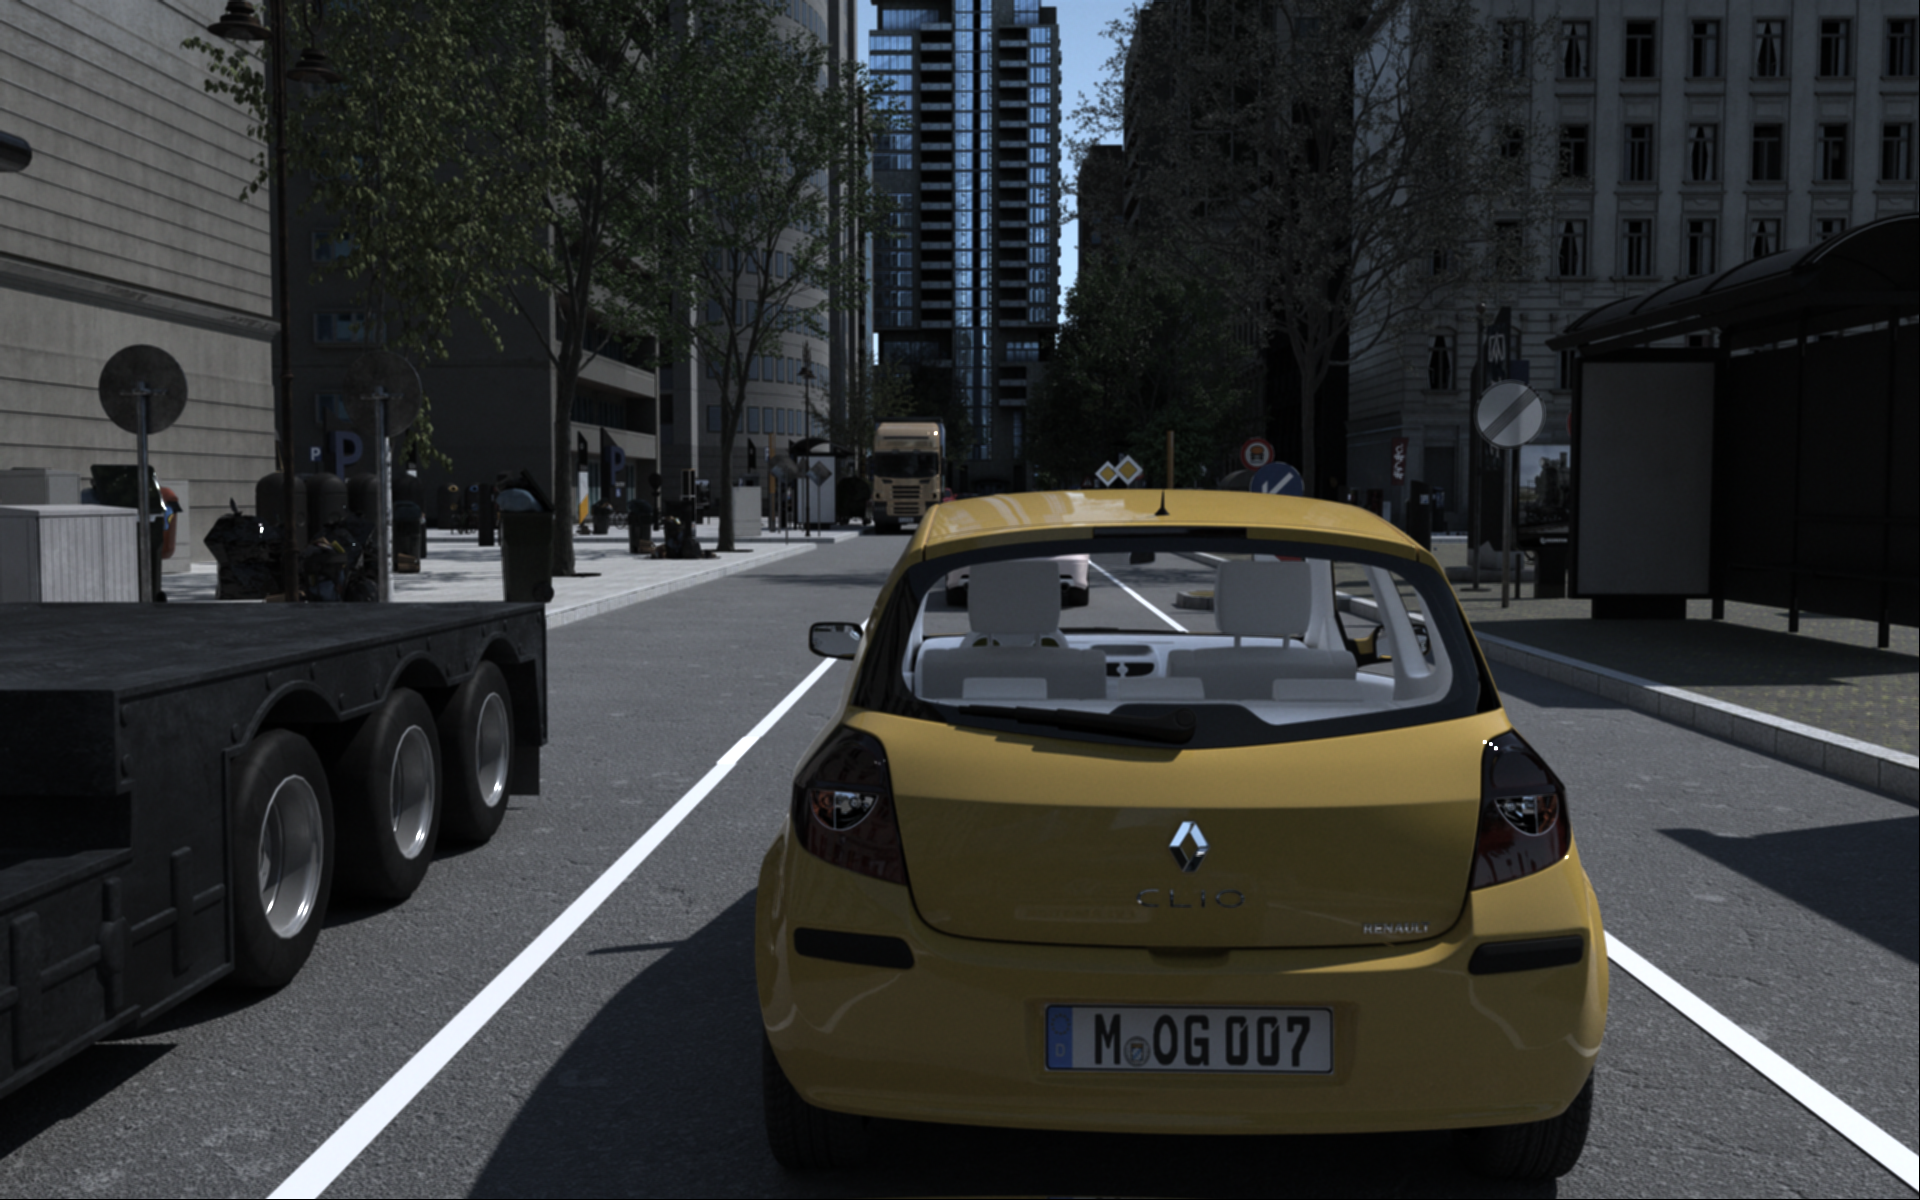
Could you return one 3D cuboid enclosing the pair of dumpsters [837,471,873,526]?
[{"bbox_3d":[-4.353,-4.261,72.156,1.574,2.255,4.437,0,4,1],"label":"pair of dumpsters"}]

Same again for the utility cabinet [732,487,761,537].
[{"bbox_3d":[-6.489,-2.638,51.803,0.318,1.500,1.173,3,5,41],"label":"utility cabinet"}]

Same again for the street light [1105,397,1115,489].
[{"bbox_3d":[7.091,-6.695,82.251,0.468,5.910,1.993,0,4,1],"label":"street light"}]

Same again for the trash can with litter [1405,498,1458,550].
[{"bbox_3d":[10.189,-1.772,40.022,1.678,1.210,2.233,3,4,39],"label":"trash can with litter"}]

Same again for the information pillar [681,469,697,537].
[{"bbox_3d":[-8.074,-2.878,51.555,0.304,2.012,0.304,2,4,26],"label":"information pillar"}]

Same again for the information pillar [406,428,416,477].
[{"bbox_3d":[-19.130,-4.222,60.381,0.183,3.616,0.504,1,4,17],"label":"information pillar"}]

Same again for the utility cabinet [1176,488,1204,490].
[{"bbox_3d":[8.674,-3.495,65.816,1.173,1.500,0.318,-2,4,-26],"label":"utility cabinet"}]

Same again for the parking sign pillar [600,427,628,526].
[{"bbox_3d":[-14.083,-5.014,70.443,1.447,3.967,1.447,1,4,21],"label":"parking sign pillar"}]

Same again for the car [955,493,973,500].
[{"bbox_3d":[0.346,-8.035,140.405,2.155,1.783,4.494,0,4,0],"label":"car"}]

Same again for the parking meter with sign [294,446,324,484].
[{"bbox_3d":[-23.805,-4.064,62.715,0.543,3.016,1.738,1,4,16],"label":"parking meter with sign"}]

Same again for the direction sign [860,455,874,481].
[{"bbox_3d":[-5.440,-6.707,101.657,0.876,3.537,0.379,1,4,19],"label":"direction sign"}]

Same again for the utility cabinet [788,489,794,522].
[{"bbox_3d":[-7.632,-4.304,79.048,1.173,1.500,0.318,3,5,41],"label":"utility cabinet"}]

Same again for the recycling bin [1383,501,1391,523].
[{"bbox_3d":[14.320,-2.850,59.145,0.722,1.027,0.722,1,4,11],"label":"recycling bin"}]

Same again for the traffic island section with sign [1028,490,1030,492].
[{"bbox_3d":[7.246,-10.545,181.045,1.989,1.847,2.006,0,4,1],"label":"traffic island section with sign"}]

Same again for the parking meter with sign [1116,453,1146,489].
[{"bbox_3d":[7.460,-4.684,72.849,1.738,3.016,0.543,3,4,37],"label":"parking meter with sign"}]

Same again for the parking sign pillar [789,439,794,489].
[{"bbox_3d":[-7.718,-5.890,84.766,1.447,3.967,1.447,0,4,-4],"label":"parking sign pillar"}]

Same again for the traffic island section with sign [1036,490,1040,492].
[{"bbox_3d":[5.566,-5.806,103.555,1.989,1.847,2.006,0,4,1],"label":"traffic island section with sign"}]

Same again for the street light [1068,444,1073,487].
[{"bbox_3d":[8.079,-9.400,126.473,0.468,5.910,1.993,0,4,1],"label":"street light"}]

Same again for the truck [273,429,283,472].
[{"bbox_3d":[-23.134,-3.200,48.240,9.791,3.379,3.469,0,4,0],"label":"truck"}]

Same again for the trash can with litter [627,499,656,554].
[{"bbox_3d":[-6.772,-1.582,37.258,0.624,1.170,1.055,-2,4,-27],"label":"trash can with litter"}]

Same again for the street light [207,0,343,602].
[{"bbox_3d":[-5.487,-2.525,14.072,0.468,5.910,1.993,0,4,1],"label":"street light"}]

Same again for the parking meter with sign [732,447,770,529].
[{"bbox_3d":[-7.761,-4.116,63.552,1.738,3.016,0.543,-2,4,-32],"label":"parking meter with sign"}]

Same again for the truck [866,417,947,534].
[{"bbox_3d":[-1.850,-4.662,65.142,2.839,4.237,11.283,0,4,0],"label":"truck"}]

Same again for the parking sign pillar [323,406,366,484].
[{"bbox_3d":[-19.099,-3.995,53.796,1.447,3.967,1.447,2,4,28],"label":"parking sign pillar"}]

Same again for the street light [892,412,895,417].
[{"bbox_3d":[-3.711,-7.595,96.968,0.468,5.910,1.993,0,4,1],"label":"street light"}]

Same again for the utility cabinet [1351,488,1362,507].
[{"bbox_3d":[13.895,-3.210,61.161,0.318,1.500,1.173,2,4,28],"label":"utility cabinet"}]

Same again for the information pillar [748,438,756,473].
[{"bbox_3d":[-8.710,-4.962,72.482,0.183,3.616,0.504,2,4,26],"label":"information pillar"}]

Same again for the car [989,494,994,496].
[{"bbox_3d":[3.459,-9.787,170.240,2.015,1.641,3.980,0,4,1],"label":"car"}]

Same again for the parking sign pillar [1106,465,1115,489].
[{"bbox_3d":[8.970,-6.960,102.269,1.447,3.967,1.447,1,4,11],"label":"parking sign pillar"}]

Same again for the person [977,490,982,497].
[{"bbox_3d":[1.799,-8.969,155.231,0.705,1.814,1.350,2,4,24],"label":"person"}]

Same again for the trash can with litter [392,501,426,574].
[{"bbox_3d":[-9.020,-1.040,28.396,0.624,1.170,1.055,-2,4,-24],"label":"trash can with litter"}]

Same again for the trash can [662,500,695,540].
[{"bbox_3d":[-6.573,-1.763,40.480,0.748,1.137,0.748,0,3,0],"label":"trash can"}]

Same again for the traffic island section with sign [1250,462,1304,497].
[{"bbox_3d":[3.804,-0.822,22.064,1.989,1.847,2.006,0,4,1],"label":"traffic island section with sign"}]

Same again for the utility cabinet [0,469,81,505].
[{"bbox_3d":[-8.236,-0.421,15.559,1.173,1.500,0.318,3,5,44],"label":"utility cabinet"}]

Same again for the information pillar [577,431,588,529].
[{"bbox_3d":[-14.062,-4.477,64.560,0.183,3.616,0.504,2,4,26],"label":"information pillar"}]

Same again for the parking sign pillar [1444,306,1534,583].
[{"bbox_3d":[7.946,-2.272,25.617,1.447,3.967,1.447,0,4,-2],"label":"parking sign pillar"}]

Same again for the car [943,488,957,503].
[{"bbox_3d":[-1.275,-5.836,104.094,2.281,1.827,5.304,0,4,2],"label":"car"}]

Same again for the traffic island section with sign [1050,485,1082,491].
[{"bbox_3d":[4.973,-4.158,76.607,1.989,1.847,2.006,0,4,1],"label":"traffic island section with sign"}]

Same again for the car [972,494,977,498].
[{"bbox_3d":[1.293,-10.518,183.978,2.014,1.417,4.499,0,4,1],"label":"car"}]

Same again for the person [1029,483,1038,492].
[{"bbox_3d":[2.779,-3.469,65.316,0.850,1.850,0.679,-1,4,-19],"label":"person"}]

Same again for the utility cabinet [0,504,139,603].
[{"bbox_3d":[-5.133,0.071,10.002,0.306,1.237,1.020,0,4,3],"label":"utility cabinet"}]

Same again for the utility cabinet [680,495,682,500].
[{"bbox_3d":[-12.381,-4.198,79.803,1.020,1.237,0.306,1,4,19],"label":"utility cabinet"}]

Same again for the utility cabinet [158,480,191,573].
[{"bbox_3d":[-12.872,-1.158,27.619,0.318,1.500,1.173,2,4,23],"label":"utility cabinet"}]

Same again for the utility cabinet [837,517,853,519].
[{"bbox_3d":[-6.043,-4.865,90.698,1.020,1.237,0.306,3,5,43],"label":"utility cabinet"}]

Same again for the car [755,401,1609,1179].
[{"bbox_3d":[0.491,0.315,5.078,2.015,1.641,3.980,0,4,2],"label":"car"}]

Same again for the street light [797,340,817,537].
[{"bbox_3d":[-4.599,-4.855,52.162,0.468,5.910,1.993,0,4,1],"label":"street light"}]
